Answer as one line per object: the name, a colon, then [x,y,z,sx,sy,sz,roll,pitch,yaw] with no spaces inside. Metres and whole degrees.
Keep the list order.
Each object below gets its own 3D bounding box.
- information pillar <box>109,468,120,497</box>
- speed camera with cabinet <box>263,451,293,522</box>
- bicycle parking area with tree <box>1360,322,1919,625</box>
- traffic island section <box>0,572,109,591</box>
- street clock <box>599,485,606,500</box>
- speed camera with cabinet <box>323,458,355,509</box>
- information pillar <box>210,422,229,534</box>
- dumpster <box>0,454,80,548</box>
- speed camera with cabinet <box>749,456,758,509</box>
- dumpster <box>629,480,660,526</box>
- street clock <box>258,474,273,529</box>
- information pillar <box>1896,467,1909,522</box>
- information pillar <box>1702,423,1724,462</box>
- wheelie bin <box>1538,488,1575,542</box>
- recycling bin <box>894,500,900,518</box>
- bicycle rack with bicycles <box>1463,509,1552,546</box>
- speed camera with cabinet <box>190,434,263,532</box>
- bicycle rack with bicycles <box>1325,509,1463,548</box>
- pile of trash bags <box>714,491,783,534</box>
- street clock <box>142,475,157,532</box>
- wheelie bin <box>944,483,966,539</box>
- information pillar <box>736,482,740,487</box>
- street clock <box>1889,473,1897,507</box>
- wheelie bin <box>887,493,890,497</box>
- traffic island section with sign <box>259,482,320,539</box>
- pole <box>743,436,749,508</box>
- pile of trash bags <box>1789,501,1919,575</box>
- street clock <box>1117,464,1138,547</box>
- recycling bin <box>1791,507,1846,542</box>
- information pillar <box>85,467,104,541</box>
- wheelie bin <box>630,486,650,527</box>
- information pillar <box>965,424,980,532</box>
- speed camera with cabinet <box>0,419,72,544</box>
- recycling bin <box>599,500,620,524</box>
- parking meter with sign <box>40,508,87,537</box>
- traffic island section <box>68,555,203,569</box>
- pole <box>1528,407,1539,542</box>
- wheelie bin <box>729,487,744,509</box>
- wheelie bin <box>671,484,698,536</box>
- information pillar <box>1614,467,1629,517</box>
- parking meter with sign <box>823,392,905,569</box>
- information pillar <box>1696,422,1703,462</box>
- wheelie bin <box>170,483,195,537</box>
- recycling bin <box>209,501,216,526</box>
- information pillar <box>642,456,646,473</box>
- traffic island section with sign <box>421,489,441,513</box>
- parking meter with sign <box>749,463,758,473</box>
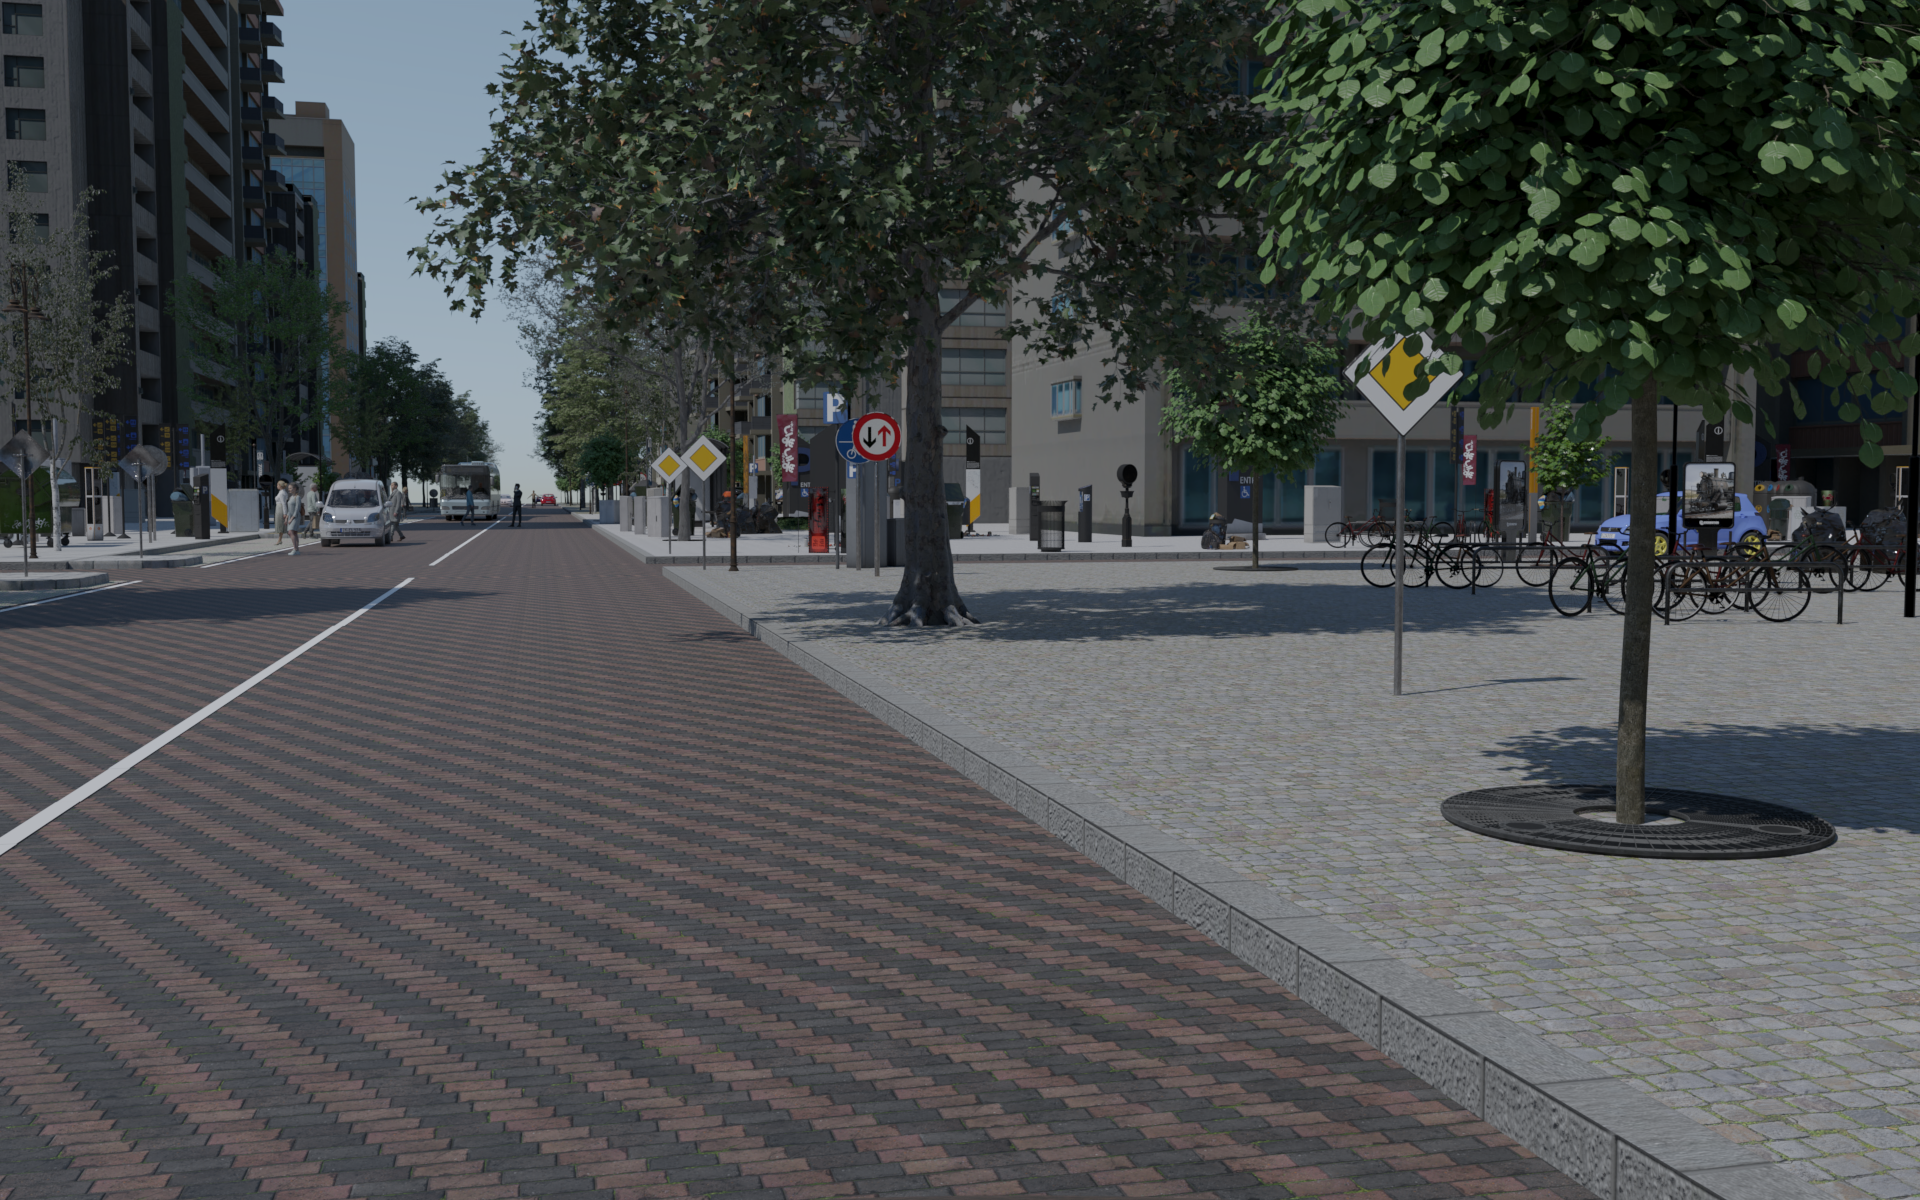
information pillar: [-32.109,-4.548,65.716,0.504,3.616,0.183,2,4,24]
speed camera with cabinet: [-31.310,-5.141,78.395,2.038,3.252,0.660,-1,4,-11]
bicycle parking area with tree: [9.545,-2.049,20.506,9.016,4.147,8.231,1,4,9]
traffic island section: [-14.505,-0.280,26.865,2.009,0.180,2.903,-1,4,-14]
street clock: [-20.156,-5.701,97.780,0.471,2.002,0.358,3,4,38]
speed camera with cabinet: [-34.562,-6.244,96.427,2.038,3.252,0.660,2,4,28]
information pillar: [-24.072,-3.970,56.270,0.504,3.616,0.183,-2,4,-26]
dumpster: [-22.346,-2.410,41.902,1.502,2.255,1.985,-1,4,-13]
speed camera with cabinet: [-10.908,-5.818,89.464,0.660,3.252,2.038,-1,4,-15]
dumpster: [-12.922,-3.999,71.144,1.264,1.857,1.865,-1,4,-13]
street clock: [-25.364,-3.592,63.300,0.471,2.002,0.358,-2,4,-27]
information pillar: [25.230,-2.558,46.319,0.304,2.012,0.304,1,4,12]
information pillar: [21.282,-3.517,48.861,0.504,3.616,0.183,1,4,18]
wheelie bin: [16.068,-2.364,46.563,0.980,1.594,0.693,-1,4,-10]
recycling bin: [-2.492,-3.840,75.342,0.722,1.027,0.722,0,4,5]
bicycle rack with bicycles: [13.386,-1.784,42.551,2.852,0.926,2.925,1,4,14]
speed camera with cabinet: [-24.602,-3.890,57.932,2.038,3.252,0.660,-2,4,-35]
bicycle rack with bicycles: [10.397,-1.726,41.607,2.925,0.926,2.852,1,4,20]
pile of trash bags: [-7.147,-2.872,56.709,1.912,1.369,3.447,-2,4,-25]
street clock: [-27.215,-3.279,58.189,0.471,2.002,0.358,-1,4,-18]
wheelie bin: [-0.326,-2.536,49.373,0.980,1.594,0.693,-2,4,-27]
information pillar: [-13.358,-6.070,103.732,0.304,2.012,0.304,-3,4,-36]
street clock: [32.535,-3.407,60.274,0.358,2.002,0.471,0,4,2]
wheelie bin: [-3.032,-3.397,63.455,0.980,1.594,0.693,-1,4,-19]
traffic island section with sign: [-21.688,-2.926,56.467,1.989,1.847,2.006,-1,4,-14]
pole: [-7.471,-4.081,60.574,0.158,3.312,0.155,0,3,0]
pile of trash bags: [15.326,-1.129,28.207,3.447,1.369,1.912,2,4,33]
street clock: [4.035,-2.280,41.850,0.471,2.002,0.358,-2,4,-32]
recycling bin: [17.014,-1.332,34.338,0.722,1.027,0.722,-2,4,-26]
information pillar: [-23.757,-2.632,47.530,0.304,2.012,0.304,2,4,24]
wheelie bin: [-12.573,-3.699,68.390,0.980,1.594,0.693,-2,4,-30]
information pillar: [0.431,-4.085,58.142,0.504,3.616,0.183,1,4,9]
speed camera with cabinet: [-23.966,-3.064,44.432,2.038,3.252,0.660,-1,4,-9]
recycling bin: [-15.042,-3.790,74.526,0.722,1.027,0.722,1,4,16]
parking meter with sign: [-27.309,-3.416,52.118,1.738,3.016,0.543,-1,4,-18]
traffic island section: [-16.385,-0.755,34.627,2.009,0.180,2.903,-1,4,-14]
pole: [13.475,-2.865,40.687,0.158,3.312,0.155,0,3,0]
wheelie bin: [-9.721,-4.137,75.541,0.980,1.594,0.693,0,4,-4]
wheelie bin: [-8.470,-2.776,53.297,0.693,1.594,0.980,1,4,11]
information pillar: [18.160,-2.635,47.567,0.304,2.012,0.304,2,4,33]
parking meter with sign: [-1.599,-2.072,30.137,0.543,3.016,1.738,3,4,36]
information pillar: [23.116,-3.840,54.137,0.183,3.616,0.504,3,5,43]
wheelie bin: [-23.156,-2.684,51.784,0.693,1.594,0.980,0,4,0]
recycling bin: [-30.564,-3.510,69.936,0.722,1.027,0.722,1,4,18]
information pillar: [-19.165,-6.942,104.849,0.504,3.616,0.183,2,4,33]
traffic island section with sign: [-39.772,-7.491,131.105,1.989,1.847,2.006,-1,4,-14]
parking meter with sign: [-11.728,-6.139,96.626,0.543,3.016,1.738,0,4,7]
